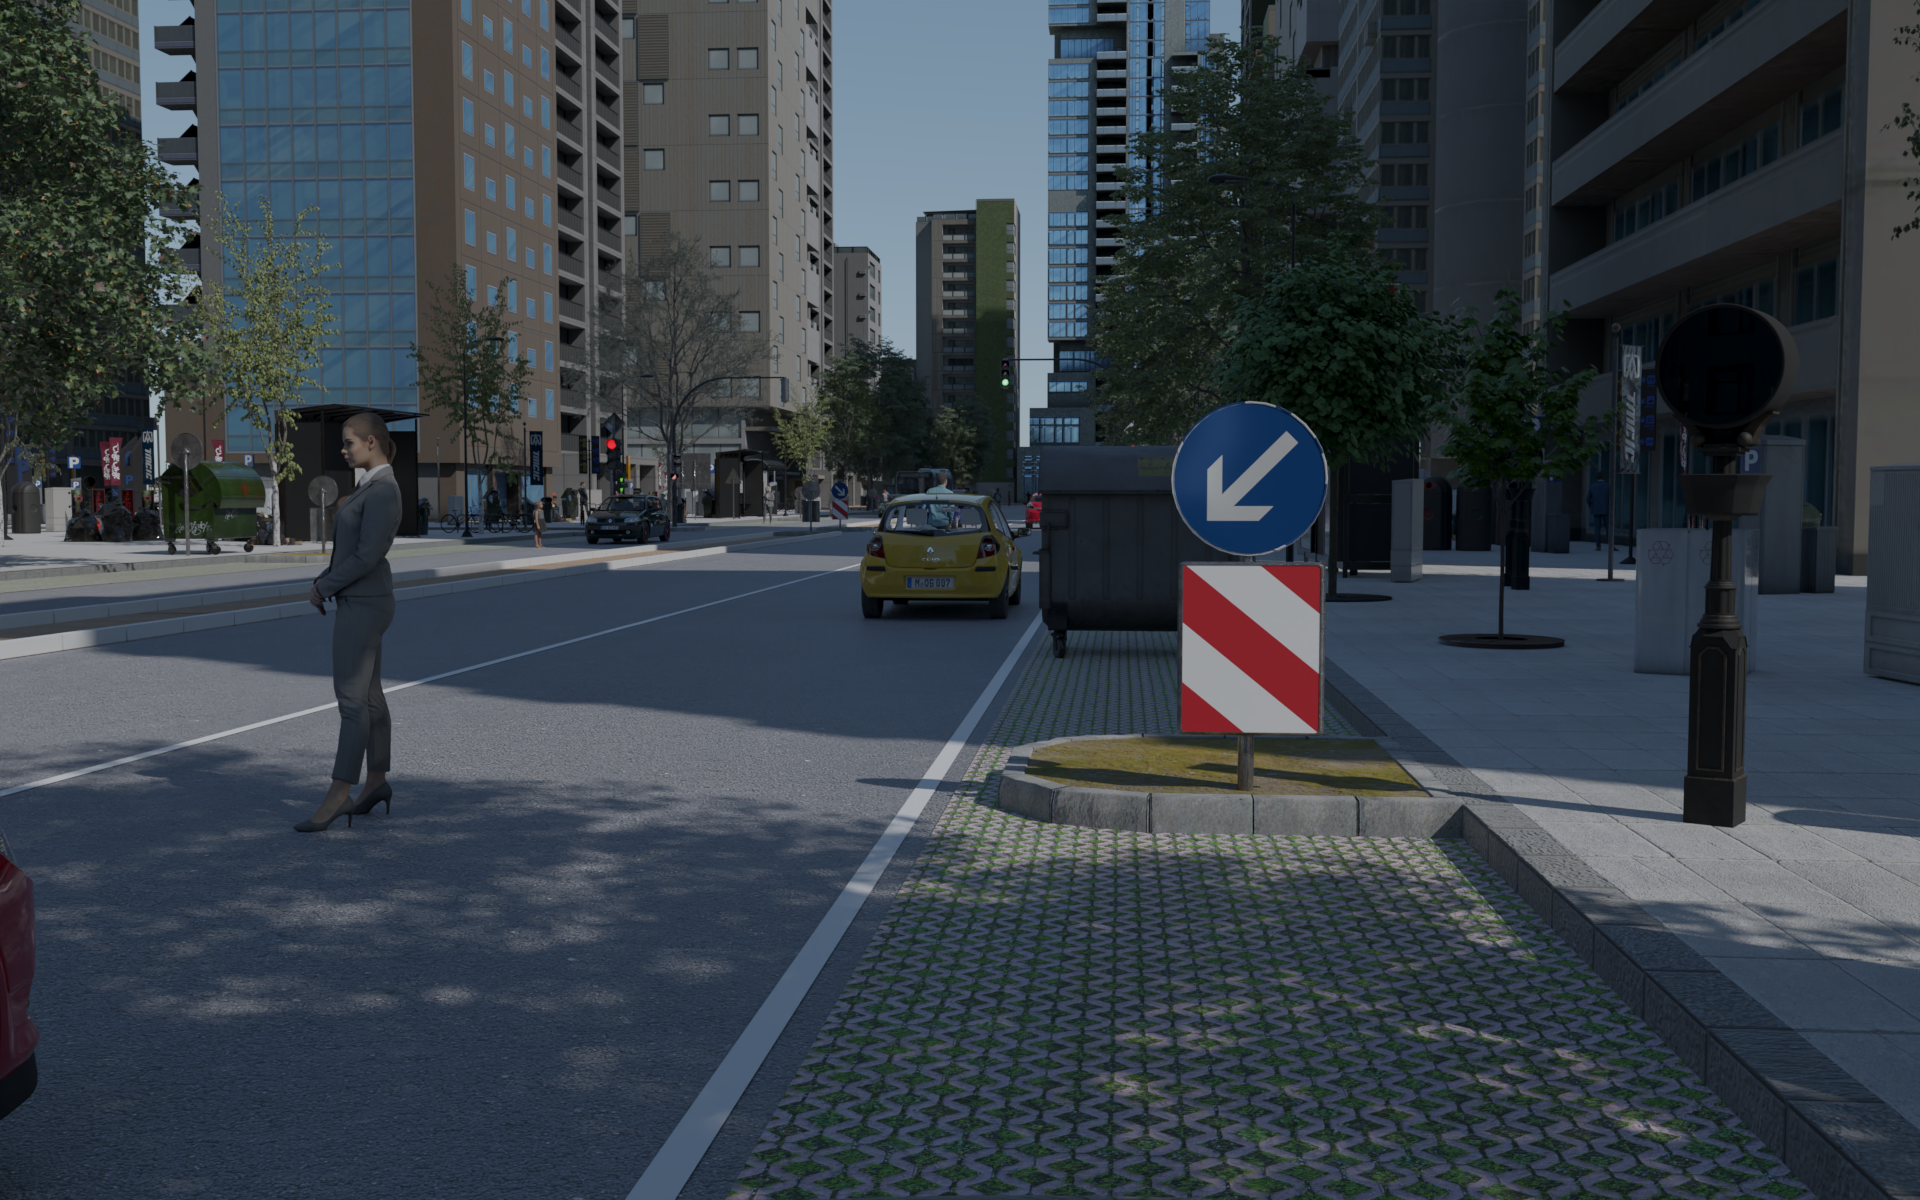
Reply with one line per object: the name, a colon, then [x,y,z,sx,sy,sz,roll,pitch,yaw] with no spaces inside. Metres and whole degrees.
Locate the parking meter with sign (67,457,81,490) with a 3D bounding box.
parking meter with sign: [-41.004,-5.139,80.284,0.543,3.016,1.738,-2,4,-29]

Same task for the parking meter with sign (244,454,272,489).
parking meter with sign: [-30.918,-4.934,76.939,0.543,3.016,1.738,1,4,23]

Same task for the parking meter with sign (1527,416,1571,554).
parking meter with sign: [12.883,-2.556,38.054,0.543,3.016,1.738,0,4,-7]

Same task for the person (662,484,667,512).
person: [-13.948,-4.637,82.347,0.515,1.767,0.782,1,4,12]

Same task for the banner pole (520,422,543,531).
banner pole: [-14.910,-4.300,60.327,0.863,3.779,0.401,-2,4,-27]

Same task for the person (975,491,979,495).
person: [1.773,-11.071,189.600,1.350,1.814,0.705,2,4,32]

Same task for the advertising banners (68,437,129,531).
advertising banners: [-26.148,-3.443,52.475,0.090,3.025,2.074,1,4,20]

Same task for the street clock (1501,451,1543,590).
street clock: [7.514,-1.137,23.167,0.471,2.002,0.358,0,4,-3]

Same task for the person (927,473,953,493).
person: [-0.422,-1.406,31.505,0.660,1.820,0.620,1,4,12]

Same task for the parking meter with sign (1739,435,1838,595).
parking meter with sign: [10.446,-1.588,22.231,1.738,3.016,0.543,-1,4,-18]

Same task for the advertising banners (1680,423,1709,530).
advertising banners: [14.541,-2.331,34.298,0.090,3.025,2.074,0,4,8]

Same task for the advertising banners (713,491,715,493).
advertising banners: [-13.564,-6.087,95.708,0.090,3.025,2.074,2,4,25]

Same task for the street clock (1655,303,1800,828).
street clock: [2.951,-0.131,6.715,0.471,2.002,0.358,3,4,38]

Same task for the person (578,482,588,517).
person: [-18.900,-5.000,87.153,0.648,1.900,0.474,2,4,26]

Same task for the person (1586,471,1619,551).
person: [14.509,-2.010,39.088,0.721,1.800,0.419,1,4,21]

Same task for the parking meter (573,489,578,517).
parking meter: [-21.250,-5.325,95.474,0.372,1.533,0.369,0,3,0]

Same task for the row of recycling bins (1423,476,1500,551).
row of recycling bins: [10.420,-2.000,39.811,3.534,1.692,1.069,2,4,27]

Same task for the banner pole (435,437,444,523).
banner pole: [-23.011,-5.283,76.398,0.401,3.779,0.863,-1,4,-13]

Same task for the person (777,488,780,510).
person: [-15.137,-8.341,142.769,0.532,1.782,0.716,-1,4,-18]

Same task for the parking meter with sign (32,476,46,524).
parking meter with sign: [-39.507,-4.739,73.744,1.738,3.016,0.543,2,4,24]

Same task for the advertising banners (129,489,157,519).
advertising banners: [-27.394,-3.722,57.048,2.074,3.025,0.090,1,4,13]

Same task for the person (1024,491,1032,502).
person: [7.693,-11.263,193.479,1.217,1.723,0.721,2,4,29]

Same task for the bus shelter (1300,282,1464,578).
bus shelter: [7.020,-3.228,30.404,2.179,5.291,8.768,0,4,5]

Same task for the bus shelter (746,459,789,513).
bus shelter: [-11.532,-6.600,101.829,2.014,3.302,5.546,0,4,5]

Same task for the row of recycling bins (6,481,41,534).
row of recycling bins: [-31.385,-2.951,55.363,3.534,1.692,1.069,-2,4,-30]

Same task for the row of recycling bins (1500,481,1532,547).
row of recycling bins: [13.834,-2.245,43.816,1.069,1.692,3.534,0,4,0]

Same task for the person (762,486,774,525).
person: [-8.821,-4.345,79.731,0.537,1.800,0.526,1,4,21]

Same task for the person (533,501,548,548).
person: [-11.186,-2.019,46.181,0.373,1.253,0.362,2,4,26]

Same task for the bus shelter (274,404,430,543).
bus shelter: [-16.770,-3.478,48.152,1.731,3.624,6.357,0,4,6]

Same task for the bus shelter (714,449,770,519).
bus shelter: [-11.693,-6.239,93.297,1.731,3.624,6.357,0,4,5]

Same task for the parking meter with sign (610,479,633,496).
parking meter with sign: [-17.221,-5.684,89.196,1.738,3.016,0.543,1,4,14]

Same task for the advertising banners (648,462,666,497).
advertising banners: [-16.571,-5.999,94.266,0.090,3.025,2.074,1,4,10]

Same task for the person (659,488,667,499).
person: [-15.223,-5.097,89.730,0.721,1.781,0.623,-1,4,-16]

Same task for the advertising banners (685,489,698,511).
advertising banners: [-18.632,-7.472,118.358,2.074,3.025,0.090,-1,4,-23]

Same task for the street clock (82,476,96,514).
street clock: [-34.803,-3.957,69.267,0.471,2.002,0.358,-2,4,-35]

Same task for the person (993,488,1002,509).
person: [2.352,-6.204,109.916,0.713,1.824,0.794,-3,5,-43]

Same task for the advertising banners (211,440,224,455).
advertising banners: [-23.717,-3.707,56.801,0.090,3.025,2.074,1,4,22]

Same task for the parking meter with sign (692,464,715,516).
parking meter with sign: [-14.956,-6.411,101.081,0.543,3.016,1.738,-3,4,-36]

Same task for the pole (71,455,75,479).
pole: [-45.982,-5.874,89.882,0.158,3.312,0.155,0,3,0]

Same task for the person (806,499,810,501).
person: [-10.098,-6.698,115.535,0.573,1.828,0.580,-3,5,-43]

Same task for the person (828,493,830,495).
person: [-10.182,-8.025,137.826,0.480,1.755,0.524,3,4,36]

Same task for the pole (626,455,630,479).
pole: [-17.521,-5.975,91.528,0.158,3.312,0.155,0,3,0]

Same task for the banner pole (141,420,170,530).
banner pole: [-26.912,-4.143,57.762,0.863,3.779,0.401,1,4,12]

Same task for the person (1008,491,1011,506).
person: [6.014,-12.306,209.673,0.705,1.831,1.348,0,4,3]

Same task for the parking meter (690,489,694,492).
parking meter: [-19.659,-7.445,127.434,0.399,1.863,0.255,2,4,35]

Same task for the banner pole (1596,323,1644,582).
banner pole: [9.791,-2.175,25.572,0.863,3.779,0.401,-2,4,-33]

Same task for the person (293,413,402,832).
person: [-2.715,0.072,7.603,0.573,1.790,0.520,-3,5,-40]

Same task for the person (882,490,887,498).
person: [-7.762,-10.518,178.680,0.551,1.740,0.621,0,4,-6]

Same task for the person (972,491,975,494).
person: [1.495,-10.477,180.621,0.721,1.723,1.217,-3,5,-43]

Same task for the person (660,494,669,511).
person: [-13.072,-4.038,76.338,0.475,1.303,0.640,-1,4,-16]

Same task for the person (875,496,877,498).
person: [-9.069,-10.883,187.207,0.991,1.433,0.599,-1,4,-18]

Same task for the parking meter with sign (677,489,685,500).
parking meter with sign: [-16.812,-6.559,103.496,1.738,3.016,0.543,-1,4,-15]

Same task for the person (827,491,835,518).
person: [-7.433,-5.622,101.164,0.760,1.731,0.466,0,4,3]

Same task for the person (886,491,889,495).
person: [-9.164,-12.924,218.143,1.217,1.735,0.721,2,4,25]
